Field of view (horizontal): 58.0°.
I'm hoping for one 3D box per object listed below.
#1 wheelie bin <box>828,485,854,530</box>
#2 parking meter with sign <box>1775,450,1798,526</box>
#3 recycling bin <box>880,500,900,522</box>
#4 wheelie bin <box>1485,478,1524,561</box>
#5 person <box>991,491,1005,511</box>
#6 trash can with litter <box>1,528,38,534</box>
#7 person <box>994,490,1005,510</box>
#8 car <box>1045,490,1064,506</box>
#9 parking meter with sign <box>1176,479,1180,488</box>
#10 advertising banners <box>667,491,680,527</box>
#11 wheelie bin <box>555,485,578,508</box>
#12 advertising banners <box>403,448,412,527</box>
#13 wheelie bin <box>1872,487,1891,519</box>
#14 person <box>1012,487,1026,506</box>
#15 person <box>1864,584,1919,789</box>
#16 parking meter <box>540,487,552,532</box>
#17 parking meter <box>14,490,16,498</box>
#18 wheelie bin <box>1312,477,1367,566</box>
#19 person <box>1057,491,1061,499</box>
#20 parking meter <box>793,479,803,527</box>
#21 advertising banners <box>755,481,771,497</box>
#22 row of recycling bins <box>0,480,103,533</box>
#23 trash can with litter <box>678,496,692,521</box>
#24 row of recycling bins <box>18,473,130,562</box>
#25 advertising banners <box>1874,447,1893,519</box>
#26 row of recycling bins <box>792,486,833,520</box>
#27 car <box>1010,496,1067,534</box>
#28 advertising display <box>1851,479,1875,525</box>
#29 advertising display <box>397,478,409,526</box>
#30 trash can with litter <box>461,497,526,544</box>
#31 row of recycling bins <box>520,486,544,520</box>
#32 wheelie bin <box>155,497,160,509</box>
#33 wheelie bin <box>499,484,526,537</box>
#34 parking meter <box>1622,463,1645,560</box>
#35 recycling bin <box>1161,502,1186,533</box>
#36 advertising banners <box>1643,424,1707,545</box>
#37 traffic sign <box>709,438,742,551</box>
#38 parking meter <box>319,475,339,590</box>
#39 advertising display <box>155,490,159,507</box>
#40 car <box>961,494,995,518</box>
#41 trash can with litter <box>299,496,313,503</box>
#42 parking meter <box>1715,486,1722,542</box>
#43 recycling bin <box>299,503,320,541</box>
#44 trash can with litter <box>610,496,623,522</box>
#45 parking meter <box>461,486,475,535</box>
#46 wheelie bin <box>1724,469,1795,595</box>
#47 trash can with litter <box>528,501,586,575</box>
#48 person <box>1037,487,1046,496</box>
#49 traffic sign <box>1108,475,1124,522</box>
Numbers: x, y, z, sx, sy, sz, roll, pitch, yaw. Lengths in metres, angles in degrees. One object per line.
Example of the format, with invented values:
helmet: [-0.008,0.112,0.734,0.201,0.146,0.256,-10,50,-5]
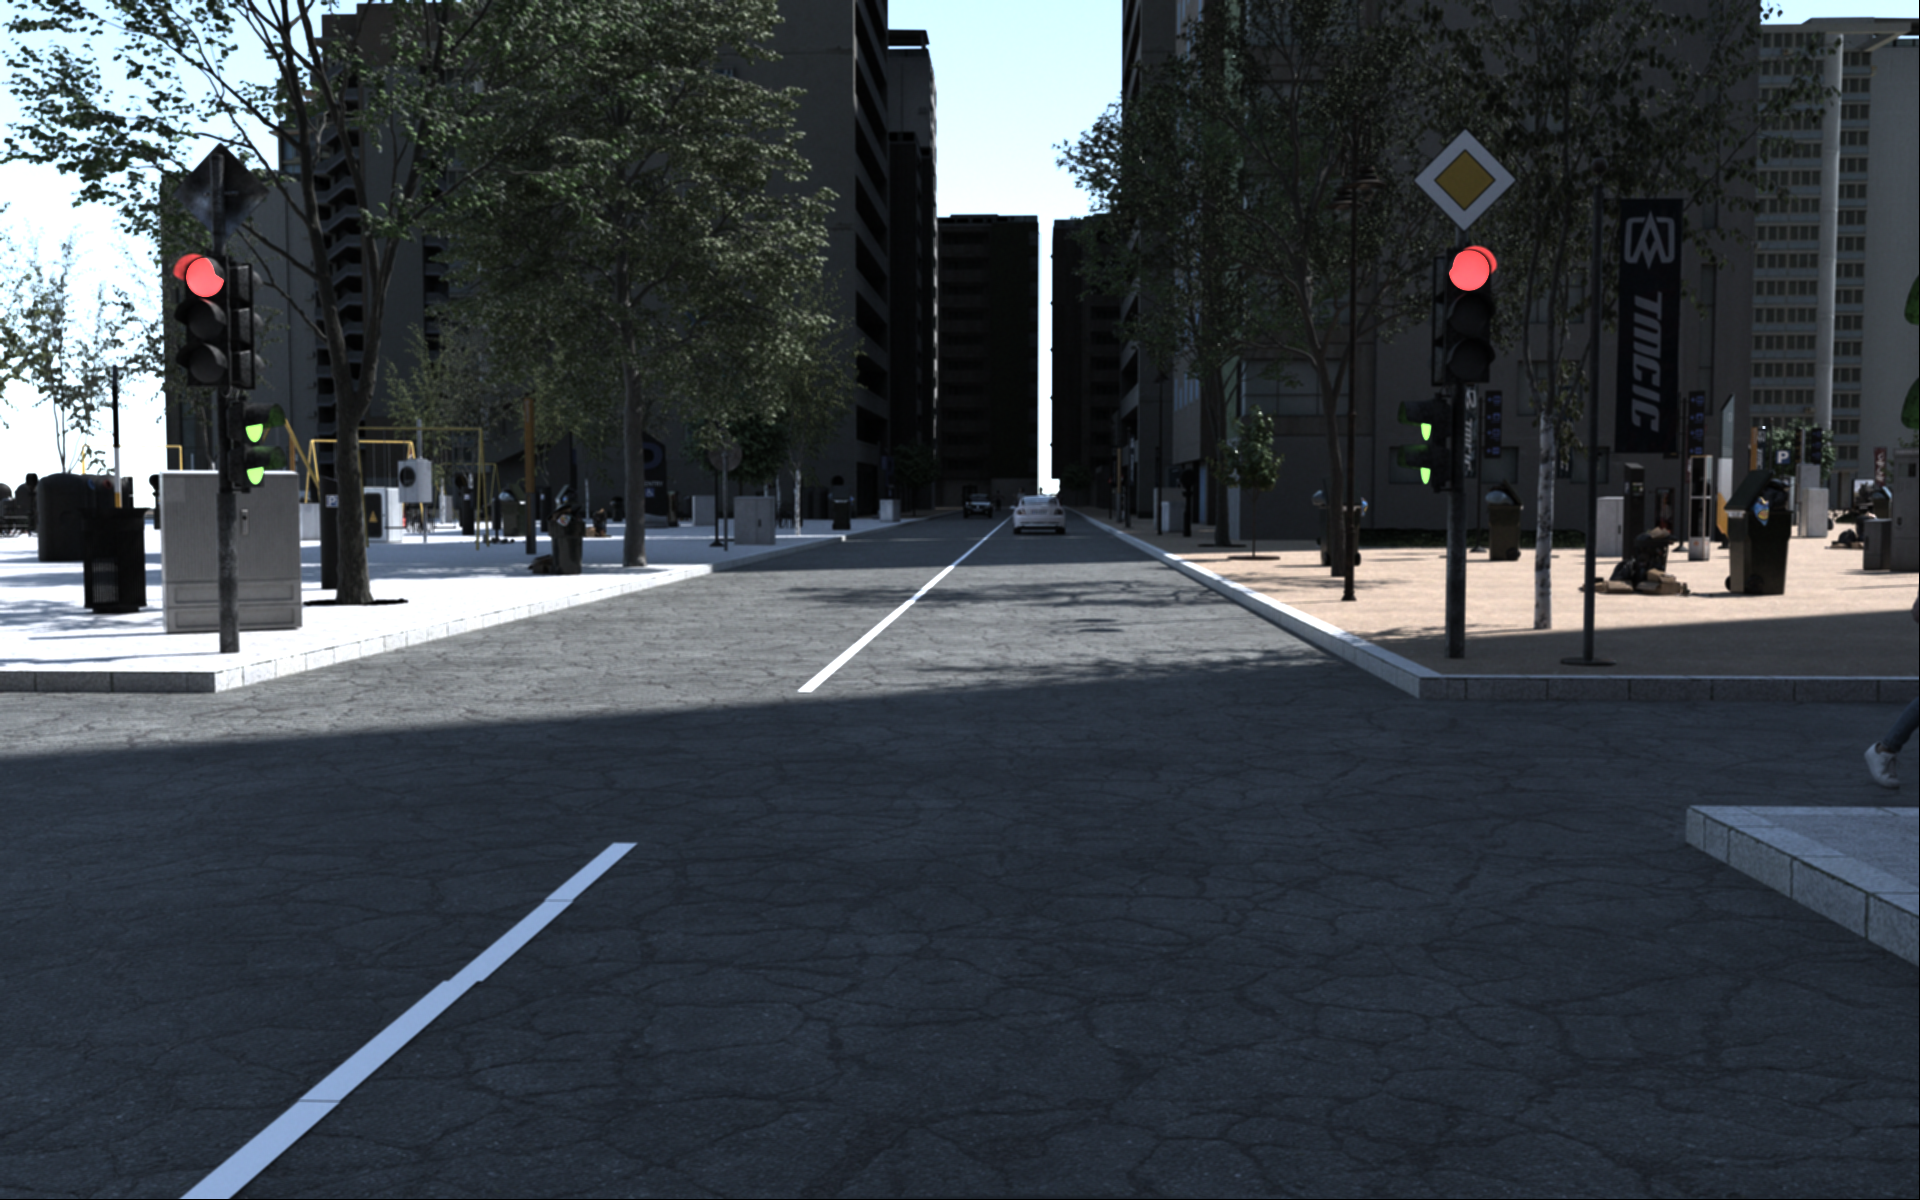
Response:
wheelie bin: [-4.270,-3.322,62.229,0.980,1.594,0.693,0,4,3]
parking meter with sign: [33.204,-4.478,69.472,0.543,3.016,1.738,3,5,39]
recycling bin: [-3.211,-4.102,79.616,0.722,1.027,0.722,2,4,28]
wheelie bin: [10.509,-1.562,33.445,0.693,1.594,0.980,1,4,21]
person: [3.163,-8.314,145.142,1.217,1.736,0.721,-1,4,-12]
trash can with litter: [-30.438,-2.744,55.928,2.233,1.210,1.678,0,4,7]
person: [3.243,-8.405,146.650,1.217,1.736,0.721,-1,4,-9]
car: [7.534,-8.235,143.686,2.155,1.783,4.494,0,4,4]
parking meter with sign: [11.065,-5.464,85.593,0.543,3.016,1.738,-2,4,-29]
advertising banners: [-11.805,-4.343,67.200,2.074,3.025,0.090,1,4,21]
wheelie bin: [-13.619,-3.187,60.020,0.693,1.594,0.980,-2,4,-28]
advertising banners: [-20.847,-4.196,64.788,0.090,3.025,2.074,0,4,6]
wheelie bin: [36.325,-3.687,68.195,0.693,1.594,0.980,3,5,42]
person: [2.789,-4.511,82.615,0.716,1.782,0.532,3,5,40]
person: [4.716,0.050,8.363,0.598,1.740,0.731,3,5,39]
parking meter: [-13.916,-3.047,58.227,0.372,1.533,0.369,0,3,0]
parking meter: [-47.181,-4.795,86.810,0.372,1.533,0.369,0,3,0]
wheelie bin: [6.791,-1.420,31.126,0.980,1.594,0.693,0,4,-3]
person: [9.213,-9.306,161.329,0.621,1.740,0.551,-1,4,-9]
parking meter: [-6.372,-3.809,67.988,0.255,1.863,0.399,-2,4,-32]
advertising banners: [-9.649,-5.450,85.299,0.090,3.025,2.074,1,4,16]
row of recycling bins: [-32.883,-3.365,62.123,3.534,1.692,1.069,-1,4,-21]
trash can with litter: [-12.704,-4.352,82.218,2.233,1.210,1.678,2,4,30]
row of recycling bins: [-17.489,-1.678,34.546,1.069,1.692,3.534,-1,4,-9]
advertising banners: [34.545,-4.131,63.724,0.090,3.025,2.074,-2,4,-28]
row of recycling bins: [-7.201,-4.915,87.476,3.534,1.692,1.069,3,5,44]
car: [2.856,-3.090,62.890,2.083,1.381,4.827,0,4,1]
advertising display: [37.979,-4.137,72.850,0.974,1.923,0.123,0,4,-7]
advertising display: [-22.287,-3.919,69.287,0.123,1.923,0.974,0,4,2]
trash can with litter: [-12.247,-2.097,45.338,1.678,1.210,2.233,-1,4,-14]
row of recycling bins: [-21.431,-4.854,86.470,1.069,1.692,3.534,0,4,7]
wheelie bin: [-31.764,-3.767,69.495,0.693,1.594,0.980,1,4,9]
wheelie bin: [-13.403,-2.694,51.953,0.693,1.594,0.980,1,4,12]
parking meter: [12.690,-1.647,32.635,0.255,1.863,0.399,0,4,-1]
recycling bin: [7.143,-2.779,57.997,0.722,1.027,0.722,-1,4,-20]
advertising banners: [17.847,-2.917,43.880,0.090,3.025,2.074,-3,5,-45]
traffic sign: [-5.278,-2.377,38.964,0.768,2.556,0.104,0,4,6]
parking meter: [-8.446,-0.917,23.399,0.372,1.533,0.369,0,3,0]
advertising display: [-35.379,-4.407,77.261,0.974,1.923,0.123,-2,4,-29]
car: [1.090,-5.758,103.936,2.009,1.686,4.222,0,4,1]
trash can with litter: [-26.285,-3.511,68.467,2.233,1.210,1.678,-3,5,-43]
parking meter: [20.400,-2.318,46.310,0.372,1.533,0.369,0,3,0]
recycling bin: [-17.919,-2.162,47.896,0.722,1.027,0.722,-3,4,-36]
trash can with litter: [-15.900,-4.197,80.013,0.624,1.170,1.055,-1,4,-17]
parking meter: [-15.349,-2.790,54.035,0.372,1.533,0.369,0,3,0]
wheelie bin: [10.296,-0.881,22.318,0.693,1.594,0.980,0,4,1]
trash can with litter: [-6.485,-0.996,27.669,1.055,1.170,0.624,2,4,33]
person: [3.690,-4.030,75.056,0.731,1.740,0.598,-3,5,-40]
traffic sign: [7.333,-4.942,80.803,0.884,2.594,0.081,1,4,11]
